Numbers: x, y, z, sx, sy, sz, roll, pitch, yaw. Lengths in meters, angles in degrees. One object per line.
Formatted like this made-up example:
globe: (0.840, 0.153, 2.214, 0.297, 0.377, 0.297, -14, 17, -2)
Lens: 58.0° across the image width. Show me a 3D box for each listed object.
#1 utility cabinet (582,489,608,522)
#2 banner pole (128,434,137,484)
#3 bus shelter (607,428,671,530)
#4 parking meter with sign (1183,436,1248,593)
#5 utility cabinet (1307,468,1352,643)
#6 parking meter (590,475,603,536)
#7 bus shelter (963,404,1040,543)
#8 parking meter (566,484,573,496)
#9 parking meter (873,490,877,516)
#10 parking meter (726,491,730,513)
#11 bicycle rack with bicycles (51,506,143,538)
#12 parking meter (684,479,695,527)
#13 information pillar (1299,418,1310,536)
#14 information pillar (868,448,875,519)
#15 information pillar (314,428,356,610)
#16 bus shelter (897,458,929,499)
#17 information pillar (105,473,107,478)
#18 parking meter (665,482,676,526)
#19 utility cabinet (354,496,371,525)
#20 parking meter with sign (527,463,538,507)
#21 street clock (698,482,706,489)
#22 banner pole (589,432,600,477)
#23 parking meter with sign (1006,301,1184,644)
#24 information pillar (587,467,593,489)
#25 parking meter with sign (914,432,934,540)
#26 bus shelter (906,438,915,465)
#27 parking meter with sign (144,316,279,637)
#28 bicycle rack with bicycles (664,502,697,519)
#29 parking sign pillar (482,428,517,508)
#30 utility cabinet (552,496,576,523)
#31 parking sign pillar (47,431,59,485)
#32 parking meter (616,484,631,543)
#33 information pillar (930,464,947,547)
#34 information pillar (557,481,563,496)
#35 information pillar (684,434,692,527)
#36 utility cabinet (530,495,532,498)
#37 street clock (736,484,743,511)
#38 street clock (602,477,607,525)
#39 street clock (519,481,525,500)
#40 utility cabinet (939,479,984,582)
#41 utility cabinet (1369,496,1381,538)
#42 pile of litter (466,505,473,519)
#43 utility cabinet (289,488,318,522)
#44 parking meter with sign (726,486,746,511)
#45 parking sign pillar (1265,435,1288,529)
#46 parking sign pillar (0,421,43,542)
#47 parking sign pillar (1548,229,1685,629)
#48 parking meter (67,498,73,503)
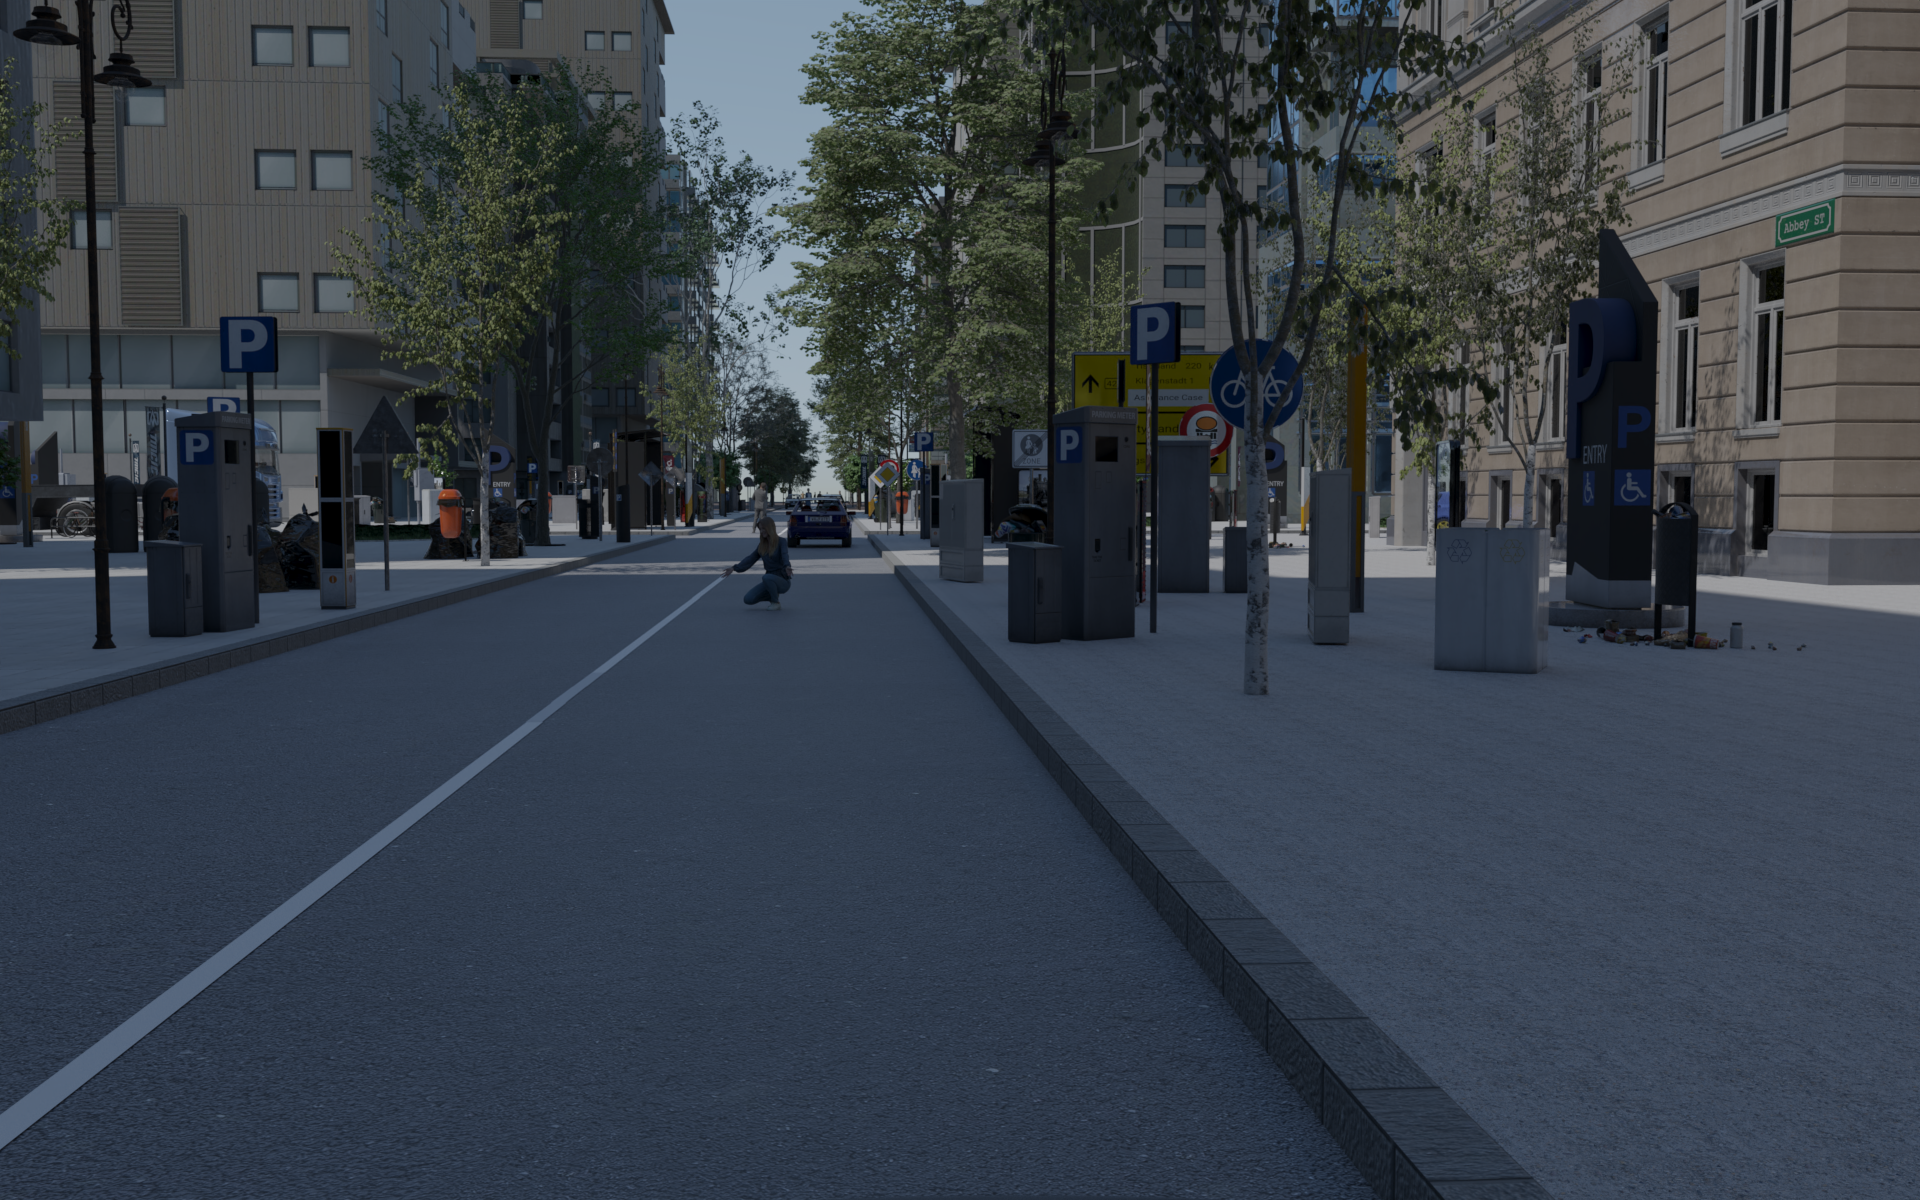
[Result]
utility cabinet: (-16.780, -4.349, 79.785, 1.173, 1.500, 0.318, 0, 3, 0)
banner pole: (-34.088, -4.985, 71.524, 0.863, 3.779, 0.401, 2, 4, 33)
bus shelter: (-11.957, -4.505, 64.935, 1.731, 3.624, 6.357, 0, 4, -4)
parking meter with sign: (2.916, -1.605, 22.505, 1.738, 3.016, 0.543, 0, 4, 3)
utility cabinet: (3.222, -0.399, 15.198, 0.318, 1.500, 1.173, 1, 4, 9)
parking meter: (-11.098, -2.888, 52.927, 0.399, 1.863, 0.255, -1, 4, -14)
bus shelter: (1.093, -3.471, 48.036, 1.731, 3.624, 6.357, 0, 4, -4)
parking meter: (-22.179, -5.669, 98.405, 0.399, 1.863, 0.255, -1, 4, -18)
parking meter: (-4.945, -5.753, 102.478, 0.372, 1.533, 0.369, 0, 3, 0)
parking meter: (-15.825, -6.669, 117.456, 0.372, 1.533, 0.369, 0, 3, 0)
bicycle rack with bicycles: (-25.545, -2.316, 51.251, 2.925, 0.926, 2.852, 1, 4, 11)
parking meter: (-10.674, -3.825, 68.247, 0.399, 1.863, 0.255, 0, 4, 1)
information pillar: (10.658, -3.795, 53.404, 0.183, 3.616, 0.504, 2, 4, 34)
information pillar: (-4.479, -5.900, 87.821, 0.183, 3.616, 0.504, 2, 4, 29)
information pillar: (-6.946, -0.906, 19.297, 0.304, 2.012, 0.304, 0, 4, 1)
bus shelter: (-2.941, -6.502, 100.232, 2.014, 3.302, 5.546, 0, 4, -4)
information pillar: (-29.983, -3.427, 60.524, 0.304, 2.012, 0.304, -3, 5, -43)
parking meter: (-11.583, -3.890, 69.308, 0.399, 1.863, 0.255, 0, 4, -8)
utility cabinet: (-24.250, -3.588, 69.828, 0.306, 1.237, 1.020, 2, 4, 29)
parking meter with sign: (-23.813, -6.183, 97.351, 0.543, 3.016, 1.738, -2, 4, -29)
street clock: (-15.533, -6.105, 104.389, 0.471, 2.002, 0.358, 1, 4, 14)
banner pole: (-14.711, -4.873, 69.697, 0.863, 3.779, 0.401, 3, 5, 42)
parking meter with sign: (1.176, -1.169, 15.377, 1.738, 3.016, 0.543, -3, 5, -42)
information pillar: (-20.222, -6.319, 94.665, 0.504, 3.616, 0.183, 3, 5, 45)
parking meter with sign: (-0.852, -3.260, 49.566, 0.543, 3.016, 1.738, 1, 4, 11)
bus shelter: (-3.683, -8.496, 116.547, 2.179, 5.291, 8.768, 0, 4, -4)
parking meter with sign: (-7.026, -1.223, 16.260, 0.543, 3.016, 1.738, 0, 4, 3)
bicycle rack with bicycles: (-15.251, -4.772, 91.406, 2.925, 0.926, 2.852, 3, 5, 41)
parking sign pillar: (-18.477, -4.948, 69.370, 1.447, 3.967, 1.447, 0, 4, -1)
utility cabinet: (-17.306, -3.950, 75.746, 1.020, 1.237, 0.306, -1, 4, -12)
parking sign pillar: (-38.987, -5.216, 73.752, 1.447, 3.967, 1.447, 1, 4, 8)
parking meter: (-8.920, -2.291, 45.866, 0.372, 1.533, 0.369, 0, 3, 0)
information pillar: (-0.520, -2.287, 41.892, 0.304, 2.012, 0.304, 2, 4, 31)
information pillar: (-22.328, -5.646, 96.806, 0.304, 2.012, 0.304, -1, 4, -16)
information pillar: (-10.582, -4.659, 67.523, 0.183, 3.616, 0.504, 1, 4, 13)
utility cabinet: (-25.434, -5.703, 104.399, 1.020, 1.237, 0.306, 2, 4, 24)
street clock: (-16.426, -7.613, 129.049, 0.358, 2.002, 0.471, 3, 4, 38)
street clock: (-14.855, -4.107, 71.715, 0.471, 2.002, 0.358, 1, 4, 9)
street clock: (-24.054, -5.539, 95.127, 0.358, 2.002, 0.471, -1, 4, -17)
utility cabinet: (0.003, -1.028, 25.488, 0.318, 1.500, 1.173, -1, 4, -19)
utility cabinet: (12.190, -2.436, 50.985, 0.306, 1.237, 1.020, 1, 4, 11)
pile of litter: (-24.585, -4.508, 87.678, 1.719, 0.858, 1.176, 2, 4, 23)
utility cabinet: (-24.769, -3.481, 65.594, 1.173, 1.500, 0.318, 0, 4, 1)
parking meter with sign: (-17.344, -8.396, 133.538, 1.738, 3.016, 0.543, -3, 5, -41)
parking sign pillar: (11.520, -4.656, 64.601, 1.447, 3.967, 1.447, -1, 4, -11)
parking sign pillar: (-25.406, -3.539, 46.331, 1.447, 3.967, 1.447, -1, 4, -21)
parking sign pillar: (6.411, -1.749, 17.066, 1.447, 3.967, 1.447, 0, 4, 2)
parking meter: (-31.465, -3.217, 61.014, 0.372, 1.533, 0.369, 0, 3, 0)
